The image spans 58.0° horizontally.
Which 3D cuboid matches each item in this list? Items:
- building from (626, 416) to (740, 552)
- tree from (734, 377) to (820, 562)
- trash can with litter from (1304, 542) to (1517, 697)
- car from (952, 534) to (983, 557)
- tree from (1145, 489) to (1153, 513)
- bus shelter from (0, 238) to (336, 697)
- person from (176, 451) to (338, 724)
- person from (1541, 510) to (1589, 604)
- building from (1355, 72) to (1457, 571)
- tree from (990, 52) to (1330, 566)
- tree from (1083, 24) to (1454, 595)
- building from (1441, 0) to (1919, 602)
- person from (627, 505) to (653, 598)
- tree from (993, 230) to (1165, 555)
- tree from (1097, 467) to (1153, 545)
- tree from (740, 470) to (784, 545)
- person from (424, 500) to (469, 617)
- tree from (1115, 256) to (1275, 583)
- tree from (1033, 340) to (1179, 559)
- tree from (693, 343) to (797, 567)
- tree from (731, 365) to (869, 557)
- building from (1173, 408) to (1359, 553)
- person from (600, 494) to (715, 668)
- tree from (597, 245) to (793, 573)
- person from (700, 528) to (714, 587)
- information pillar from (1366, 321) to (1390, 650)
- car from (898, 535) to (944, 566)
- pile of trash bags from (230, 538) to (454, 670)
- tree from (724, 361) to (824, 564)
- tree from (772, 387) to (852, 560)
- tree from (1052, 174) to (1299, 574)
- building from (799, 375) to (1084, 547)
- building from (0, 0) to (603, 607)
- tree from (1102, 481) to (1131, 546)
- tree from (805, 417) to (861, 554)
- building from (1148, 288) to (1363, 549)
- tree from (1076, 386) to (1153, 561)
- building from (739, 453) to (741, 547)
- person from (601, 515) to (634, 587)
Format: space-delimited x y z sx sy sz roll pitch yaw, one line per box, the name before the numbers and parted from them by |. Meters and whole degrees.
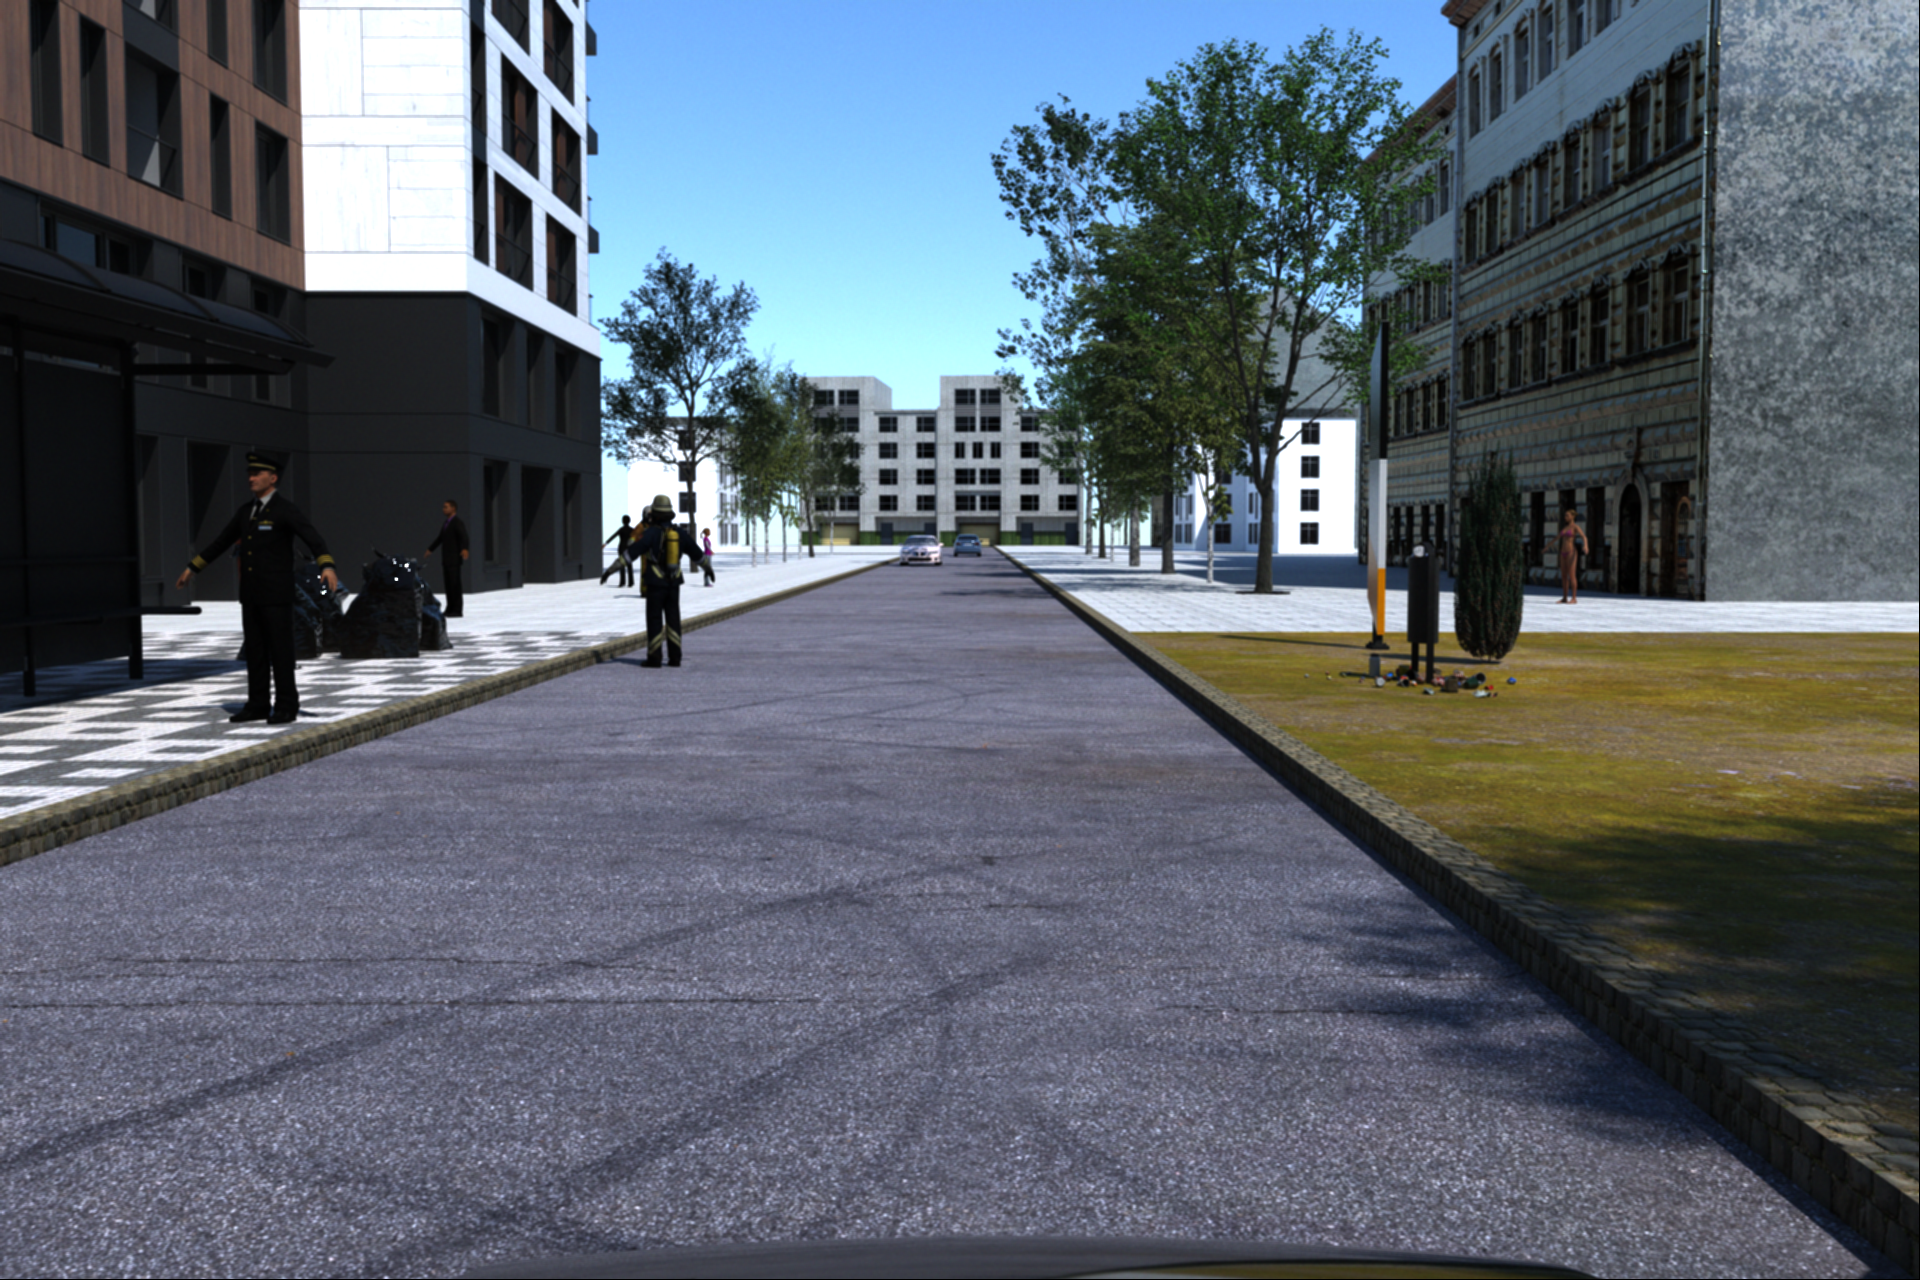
building | -21.952 -11.960 137.699 9.099 9.664 28.070 0 4 0
tree | -7.873 -7.892 79.391 4.360 8.622 3.978 0 3 0
trash can with litter | 3.913 -0.220 14.653 1.678 1.210 2.233 0 4 0
car | 0.474 -5.996 110.039 2.014 1.417 4.499 0 3 0
tree | 23.236 -14.903 194.028 4.360 8.622 3.978 0 3 0
bus shelter | -6.636 -1.152 12.756 2.014 3.302 5.546 0 4 2
person | -4.745 -0.359 11.804 1.347 1.837 0.705 1 4 21
person | 11.178 -1.539 31.965 0.721 1.733 1.217 -1 4 -20
building | 26.019 -14.204 63.157 19.493 23.208 18.063 0 4 0
tree | 8.247 -12.939 67.435 12.611 20.169 13.585 0 3 0
tree | 6.467 -6.783 36.653 9.928 11.665 9.643 0 3 0
building | 23.418 -12.844 40.932 19.493 23.208 18.063 0 4 1
person | -6.234 -1.775 34.793 0.705 1.858 1.354 2 4 35
tree | 7.763 -15.389 107.506 12.611 20.169 13.585 0 3 0
tree | 19.601 -17.251 200.178 7.486 12.596 7.792 0 3 0
tree | -23.568 -16.943 195.139 7.486 12.596 7.792 0 3 0
person | -7.876 -1.256 26.756 0.704 1.802 1.346 -3 5 -42
tree | 6.356 -5.796 45.121 4.737 8.622 4.395 0 3 0
tree | 7.639 -10.122 91.249 9.928 11.665 9.643 0 3 0
tree | -7.816 -7.099 66.432 4.360 8.622 3.978 0 3 0
tree | -8.444 -9.835 95.211 7.601 10.594 8.767 2 4 29
building | 22.080 -11.476 129.775 9.099 9.664 28.070 0 4 0
person | -3.212 -0.638 18.666 1.354 1.856 0.705 -3 4 -36
tree | -9.123 -7.496 56.971 7.601 10.594 8.767 -2 4 -29
person | -6.102 -2.018 42.256 0.599 1.433 0.991 -1 4 -15
information pillar | 4.666 -1.711 19.328 0.183 3.616 0.504 0 4 0
car | -1.776 -4.128 79.859 2.083 1.381 4.827 0 4 1
pile of trash bags | -6.548 -0.494 17.830 1.912 1.369 3.447 0 4 1
tree | -8.061 -7.491 72.835 4.737 8.622 4.395 0 3 0
tree | -8.180 -8.361 87.068 4.360 8.622 3.978 0 3 0
tree | 6.772 -8.357 54.772 7.486 12.596 7.792 0 3 0
building | -1.546 -20.250 199.999 31.486 18.905 16.747 0 4 5
building | -24.330 -11.627 34.073 27.936 21.610 32.646 0 4 0
tree | 18.081 -14.862 193.360 4.360 8.622 3.978 0 3 0
tree | -8.065 -9.686 108.724 4.360 8.622 3.978 0 3 0
building | 28.105 -20.201 161.213 19.493 23.208 18.063 0 4 0
tree | 7.239 -8.000 81.164 4.737 8.622 4.395 0 3 0
building | -25.442 -13.694 166.049 9.099 9.664 28.070 0 4 0
person | -8.096 -2.140 41.716 0.721 1.740 1.216 3 5 44
